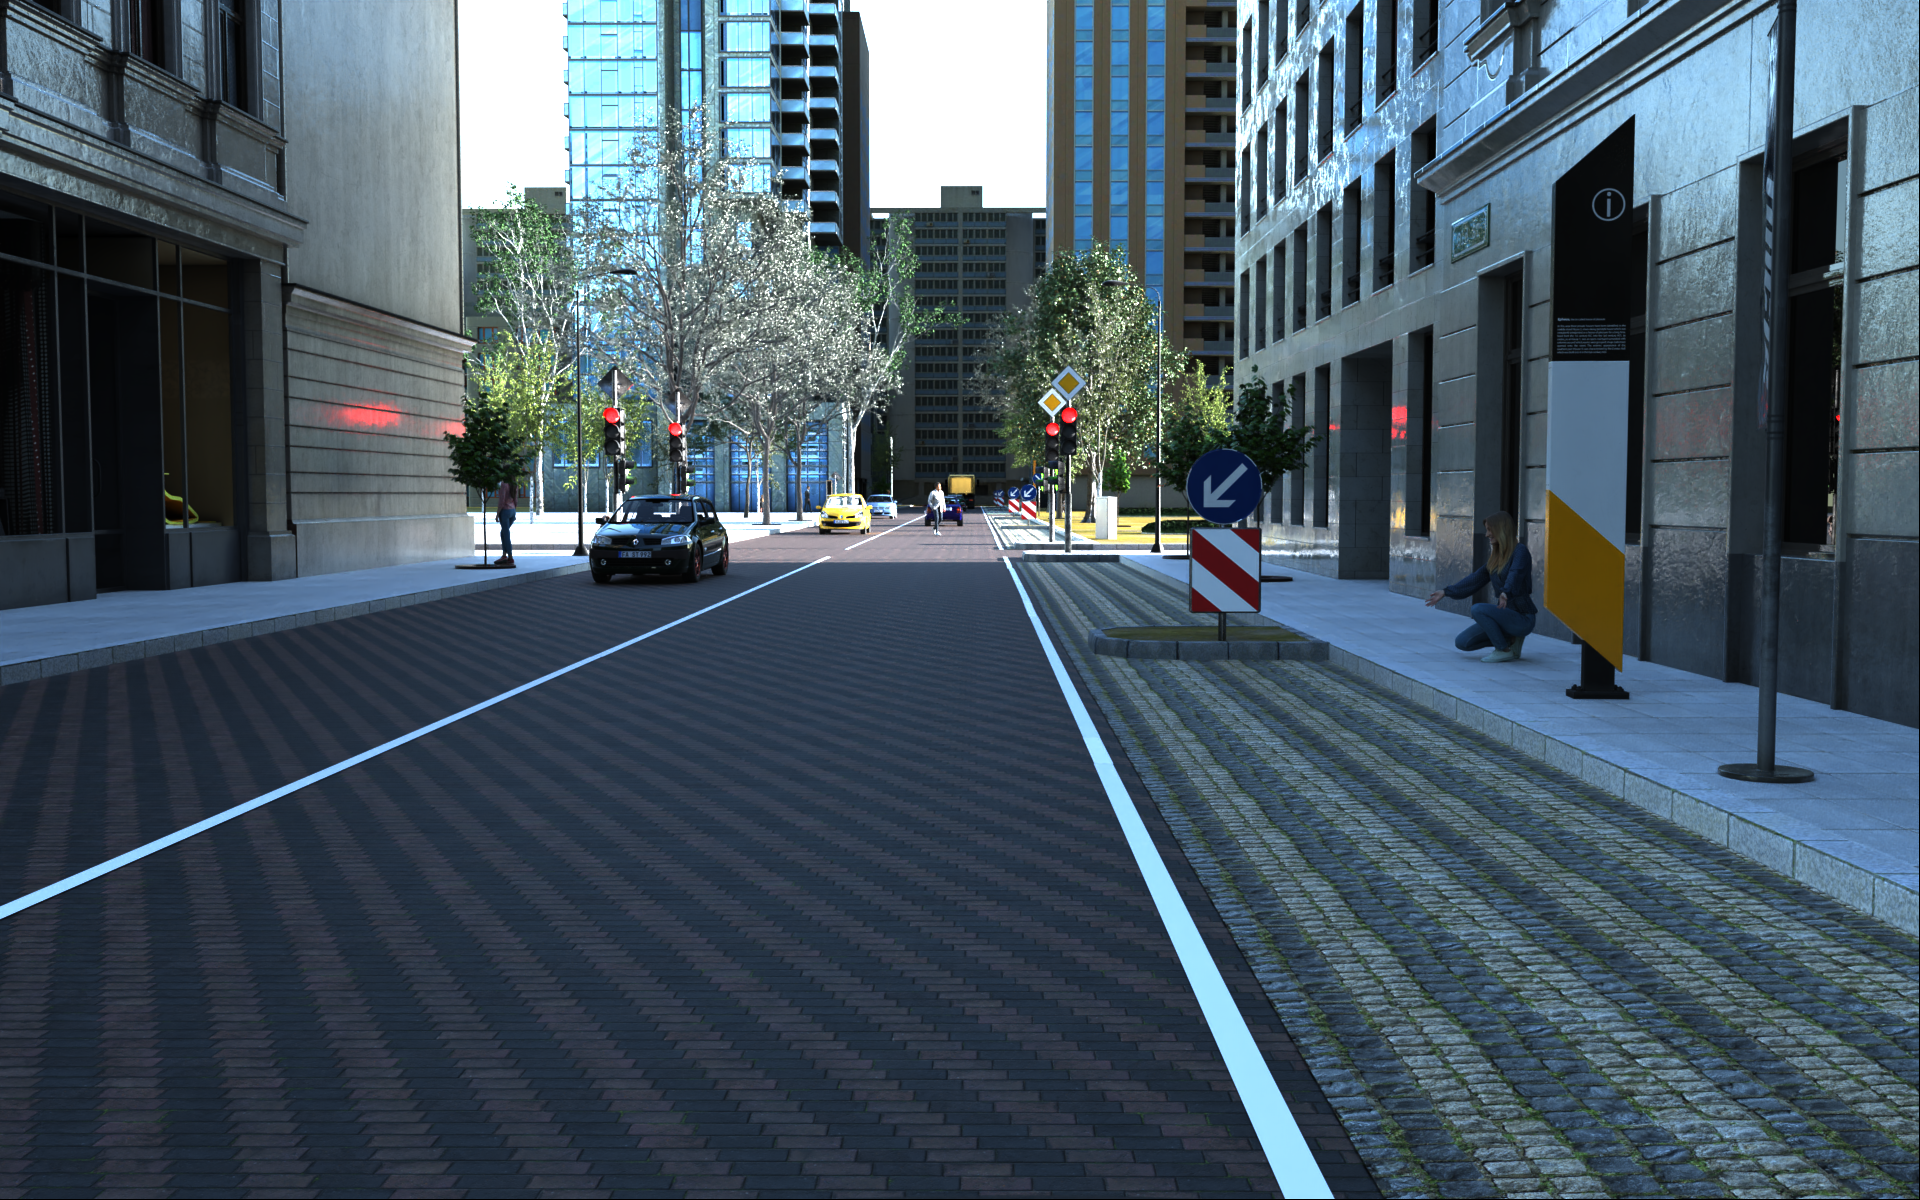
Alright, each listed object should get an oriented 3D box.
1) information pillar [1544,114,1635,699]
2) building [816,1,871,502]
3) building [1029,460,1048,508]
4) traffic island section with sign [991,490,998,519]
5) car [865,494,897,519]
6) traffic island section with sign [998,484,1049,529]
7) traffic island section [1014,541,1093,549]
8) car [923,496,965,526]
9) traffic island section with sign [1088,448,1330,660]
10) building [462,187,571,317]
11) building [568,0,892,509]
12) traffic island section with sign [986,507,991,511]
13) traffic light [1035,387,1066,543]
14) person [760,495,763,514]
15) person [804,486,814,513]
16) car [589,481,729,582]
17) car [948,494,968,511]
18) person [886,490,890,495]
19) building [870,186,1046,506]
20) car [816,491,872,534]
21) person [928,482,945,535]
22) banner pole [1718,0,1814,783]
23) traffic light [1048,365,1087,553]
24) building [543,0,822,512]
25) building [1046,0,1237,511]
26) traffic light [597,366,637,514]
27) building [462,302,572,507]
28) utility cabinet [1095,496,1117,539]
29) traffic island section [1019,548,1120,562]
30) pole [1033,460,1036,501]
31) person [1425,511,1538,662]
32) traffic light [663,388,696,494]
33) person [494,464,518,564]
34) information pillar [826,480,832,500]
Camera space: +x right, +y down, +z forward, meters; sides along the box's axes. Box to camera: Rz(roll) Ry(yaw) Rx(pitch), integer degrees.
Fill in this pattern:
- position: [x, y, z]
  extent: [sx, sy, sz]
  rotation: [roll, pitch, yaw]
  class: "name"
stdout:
- position: [3.935, -1.190, 10.814]
  extent: [0.504, 3.616, 0.183]
  rotation: [0, 4, 5]
  class: "information pillar"
- position: [-15.591, -31.150, 159.410]
  extent: [14.600, 45.320, 14.200]
  rotation: [0, 4, 0]
  class: "building"
- position: [17.911, -51.502, 154.732]
  extent: [22.319, 86.520, 31.000]
  rotation: [0, 4, 0]
  class: "building"
- position: [2.909, -5.440, 97.580]
  extent: [1.989, 1.847, 2.006]
  rotation: [0, 4, 0]
  class: "traffic island section with sign"
- position: [-4.673, -5.486, 101.703]
  extent: [2.014, 1.417, 4.499]
  rotation: [0, 4, 1]
  class: "car"
- position: [2.669, -3.792, 70.626]
  extent: [1.989, 1.847, 2.006]
  rotation: [0, 4, 0]
  class: "traffic island section with sign"
- position: [2.454, -1.445, 45.906]
  extent: [2.009, 0.180, 2.903]
  rotation: [0, 4, 0]
  class: "traffic island section"
- position: [-0.732, -4.037, 78.588]
  extent: [1.945, 1.354, 3.894]
  rotation: [0, 4, 0]
  class: "car"
- position: [2.194, -0.439, 15.805]
  extent: [1.989, 1.847, 2.006]
  rotation: [0, 4, 0]
  class: "traffic island section with sign"
- position: [-52.727, -32.413, 221.830]
  extent: [23.993, 40.220, 32.217]
  rotation: [0, 4, 0]
  class: "building"
- position: [-23.336, -53.314, 184.349]
  extent: [31.000, 86.520, 22.319]
  rotation: [0, 4, 0]
  class: "building"
- position: [3.353, -8.541, 148.276]
  extent: [1.989, 1.847, 2.006]
  rotation: [0, 4, 0]
  class: "traffic island section with sign"
- position: [2.414, -3.478, 45.792]
  extent: [0.839, 4.253, 0.868]
  rotation: [0, 4, 0]
  class: "traffic light"
- position: [-12.572, -6.060, 109.797]
  extent: [0.362, 1.253, 0.373]
  rotation: [-1, 4, -10]
  class: "person"
- position: [-10.482, -6.974, 119.852]
  extent: [0.755, 1.850, 0.659]
  rotation: [2, 4, 24]
  class: "person"
- position: [-5.045, -1.196, 29.343]
  extent: [2.009, 1.686, 4.222]
  rotation: [0, 4, 2]
  class: "car"
- position: [-0.407, -8.125, 144.645]
  extent: [2.131, 1.459, 4.920]
  rotation: [0, 4, 0]
  class: "car"
- position: [-5.190, -7.291, 128.235]
  extent: [0.721, 1.766, 1.217]
  rotation: [0, 4, 4]
  class: "person"
- position: [0.159, -32.359, 220.957]
  extent: [23.993, 40.220, 32.217]
  rotation: [0, 4, 0]
  class: "building"
- position: [-4.174, -3.223, 62.914]
  extent: [2.015, 1.641, 3.980]
  rotation: [0, 4, 0]
  class: "car"
- position: [-0.842, -3.186, 60.439]
  extent: [0.661, 1.843, 0.795]
  rotation: [-2, 4, -34]
  class: "person"
- position: [3.732, -1.098, 7.974]
  extent: [0.401, 3.779, 0.863]
  rotation: [1, 4, 18]
  class: "banner pole"
- position: [2.345, -2.990, 37.807]
  extent: [0.839, 4.253, 0.868]
  rotation: [0, 4, 0]
  class: "traffic light"
- position: [-19.292, -50.292, 134.947]
  extent: [22.319, 86.520, 31.000]
  rotation: [0, 4, 0]
  class: "building"
- position: [13.776, -29.534, 132.991]
  extent: [14.600, 45.320, 14.200]
  rotation: [0, 4, 0]
  class: "building"
- position: [-7.516, -2.994, 37.877]
  extent: [0.839, 4.253, 0.868]
  rotation: [0, 4, 0]
  class: "traffic light"
- position: [-53.528, -20.654, 182.726]
  extent: [28.899, 21.520, 27.650]
  rotation: [0, 4, 0]
  class: "building"
- position: [4.175, -2.340, 49.421]
  extent: [0.306, 1.237, 1.020]
  rotation: [-1, 4, -15]
  class: "utility cabinet"
- position: [2.385, -0.957, 37.921]
  extent: [2.009, 0.180, 2.903]
  rotation: [0, 4, 0]
  class: "traffic island section"
- position: [4.510, -6.793, 104.914]
  extent: [0.158, 3.312, 0.155]
  rotation: [0, 3, 0]
  class: "pole"
- position: [4.084, -0.105, 13.250]
  extent: [0.738, 1.151, 1.012]
  rotation: [0, 4, -3]
  class: "person"
- position: [-7.447, -3.483, 45.862]
  extent: [0.839, 4.253, 0.868]
  rotation: [0, 4, 0]
  class: "traffic light"
- position: [-8.256, -1.561, 31.580]
  extent: [0.388, 1.821, 0.555]
  rotation: [1, 4, 11]
  class: "person"
- position: [-7.078, -5.450, 93.602]
  extent: [0.304, 2.012, 0.304]
  rotation: [-1, 4, -9]
  class: "information pillar"
